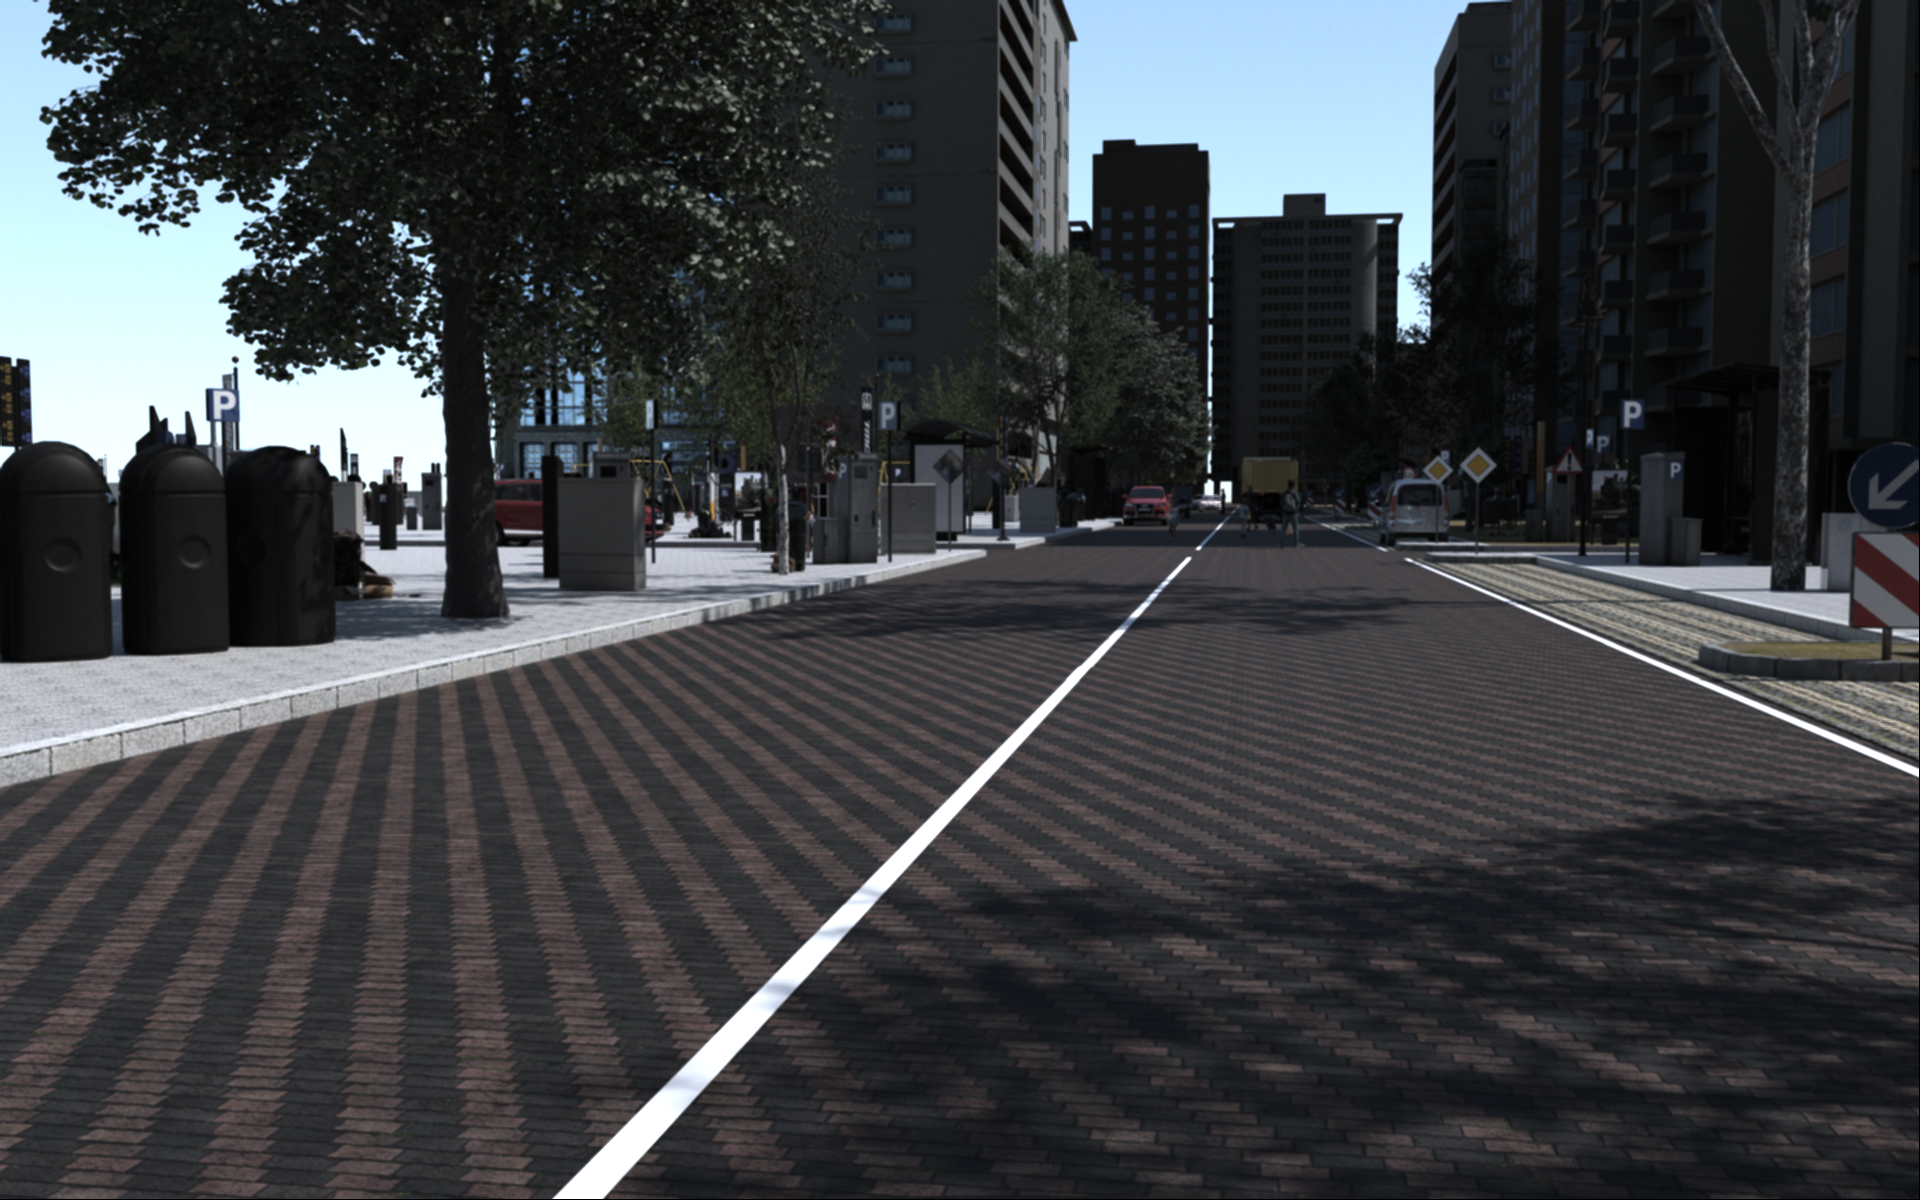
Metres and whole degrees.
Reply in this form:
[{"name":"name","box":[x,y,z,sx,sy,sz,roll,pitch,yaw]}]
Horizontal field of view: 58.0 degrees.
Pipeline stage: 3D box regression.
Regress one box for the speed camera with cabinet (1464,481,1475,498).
[{"name":"speed camera with cabinet","box":[32.407,-7.225,112.458,2.038,3.252,0.660,1,4,12]}]

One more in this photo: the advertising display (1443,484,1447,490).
[{"name":"advertising display","box":[30.603,-6.445,110.588,0.974,1.923,0.123,3,5,41]}]

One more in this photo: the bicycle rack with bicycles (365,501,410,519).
[{"name":"bicycle rack with bicycles","box":[-29.186,-4.582,88.293,2.852,0.926,2.925,0,4,4]}]

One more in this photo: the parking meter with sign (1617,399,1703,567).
[{"name":"parking meter with sign","box":[12.660,-2.141,31.267,0.543,3.016,1.738,-1,4,-20]}]

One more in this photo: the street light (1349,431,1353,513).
[{"name":"street light","box":[26.574,-8.867,117.763,0.468,5.910,1.993,1,4,9]}]

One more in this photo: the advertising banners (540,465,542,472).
[{"name":"advertising banners","box":[-23.955,-6.540,103.113,2.074,3.025,0.090,0,4,4]}]

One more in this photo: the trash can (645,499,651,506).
[{"name":"trash can","box":[-8.979,-2.240,48.278,0.748,1.137,0.748,0,3,0]}]

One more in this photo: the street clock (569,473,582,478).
[{"name":"street clock","box":[-12.958,-3.297,58.471,0.358,2.002,0.471,2,4,26]}]

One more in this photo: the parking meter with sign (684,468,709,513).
[{"name":"parking meter with sign","box":[-17.441,-7.292,115.490,1.738,3.016,0.543,1,4,9]}]

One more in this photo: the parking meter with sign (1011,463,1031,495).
[{"name":"parking meter with sign","box":[3.633,-6.082,95.700,0.543,3.016,1.738,-3,5,-42]}]

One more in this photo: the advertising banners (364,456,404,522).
[{"name":"advertising banners","box":[-26.540,-5.117,79.848,0.090,3.025,2.074,3,5,40]}]

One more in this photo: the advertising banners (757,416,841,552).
[{"name":"advertising banners","box":[-3.553,-2.587,38.478,2.074,3.025,0.090,-2,4,-31]}]

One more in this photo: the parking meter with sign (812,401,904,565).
[{"name":"parking meter with sign","box":[-1.932,-2.185,31.992,1.738,3.016,0.543,-3,5,-42]}]

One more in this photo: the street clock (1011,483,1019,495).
[{"name":"street clock","box":[3.727,-6.890,117.215,0.471,2.002,0.358,-3,4,-37]}]

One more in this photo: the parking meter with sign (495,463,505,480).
[{"name":"parking meter with sign","box":[-25.862,-6.197,97.577,0.543,3.016,1.738,-1,4,-18]}]

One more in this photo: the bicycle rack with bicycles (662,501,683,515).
[{"name":"bicycle rack with bicycles","box":[-18.438,-5.808,108.339,2.852,0.926,2.925,-1,4,-14]}]

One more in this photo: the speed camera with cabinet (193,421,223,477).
[{"name":"speed camera with cabinet","box":[-14.061,-2.373,33.132,0.660,3.252,2.038,0,4,7]}]

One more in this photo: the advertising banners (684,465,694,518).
[{"name":"advertising banners","box":[-14.482,-5.908,92.776,0.090,3.025,2.074,0,4,5]}]

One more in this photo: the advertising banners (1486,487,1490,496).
[{"name":"advertising banners","box":[31.861,-6.655,104.999,0.090,3.025,2.074,0,4,0]}]

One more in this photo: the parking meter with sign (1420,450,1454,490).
[{"name":"parking meter with sign","box":[18.629,-4.431,68.704,1.738,3.016,0.543,-2,4,-27]}]

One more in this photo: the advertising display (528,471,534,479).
[{"name":"advertising display","box":[-12.130,-2.680,49.038,0.123,1.923,0.974,-1,4,-16]}]

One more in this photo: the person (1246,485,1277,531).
[{"name":"person","box":[11.778,-3.638,68.196,1.509,1.804,0.699,-1,4,-19]}]

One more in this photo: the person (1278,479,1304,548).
[{"name":"person","box":[8.663,-2.268,45.568,0.713,1.824,0.794,-2,4,-25]}]

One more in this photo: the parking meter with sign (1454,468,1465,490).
[{"name":"parking meter with sign","box":[32.831,-7.302,115.649,1.738,3.016,0.543,-2,4,-27]}]

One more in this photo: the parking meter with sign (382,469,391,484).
[{"name":"parking meter with sign","box":[-40.506,-7.704,122.222,0.543,3.016,1.738,-2,4,-26]}]

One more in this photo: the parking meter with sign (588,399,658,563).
[{"name":"parking meter with sign","box":[-6.432,-2.167,31.690,1.738,3.016,0.543,-2,4,-25]}]

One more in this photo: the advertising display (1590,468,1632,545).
[{"name":"advertising display","box":[16.407,-2.353,43.690,0.974,1.923,0.123,2,4,25]}]

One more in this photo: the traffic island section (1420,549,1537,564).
[{"name":"traffic island section","box":[10.983,-0.886,36.761,2.009,0.180,2.903,1,4,9]}]

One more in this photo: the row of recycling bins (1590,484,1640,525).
[{"name":"row of recycling bins","box":[28.185,-4.057,73.444,3.534,1.692,1.069,-2,4,-27]}]

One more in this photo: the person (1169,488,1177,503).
[{"name":"person","box":[12.402,-5.672,101.417,0.728,1.800,0.709,-2,4,-33]}]

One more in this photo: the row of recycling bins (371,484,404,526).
[{"name":"row of recycling bins","box":[-23.859,-3.989,72.331,1.069,1.692,3.534,-1,4,-10]}]

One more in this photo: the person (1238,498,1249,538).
[{"name":"person","box":[9.355,-2.705,57.006,0.425,1.301,0.394,2,4,31]}]

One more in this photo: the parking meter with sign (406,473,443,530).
[{"name":"parking meter with sign","box":[-18.890,-4.015,61.904,1.738,3.016,0.543,-1,4,-13]}]

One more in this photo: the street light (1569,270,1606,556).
[{"name":"street light","box":[12.945,-3.857,35.842,0.468,5.910,1.993,1,4,9]}]

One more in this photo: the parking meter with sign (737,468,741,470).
[{"name":"parking meter with sign","box":[-14.942,-7.307,115.733,0.543,3.016,1.738,-1,4,-14]}]

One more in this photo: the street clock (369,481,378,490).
[{"name":"street clock","box":[-33.389,-5.756,98.681,0.471,2.002,0.358,1,4,21]}]

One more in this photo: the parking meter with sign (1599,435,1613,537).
[{"name":"parking meter with sign","box":[19.713,-3.395,51.767,1.738,3.016,0.543,-2,4,-35]}]

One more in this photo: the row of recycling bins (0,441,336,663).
[{"name":"row of recycling bins","box":[-6.758,-0.414,13.885,1.069,1.692,3.534,3,5,45]}]

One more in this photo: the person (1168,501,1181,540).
[{"name":"person","box":[6.697,-2.459,53.719,0.382,1.210,0.505,-3,4,-39]}]

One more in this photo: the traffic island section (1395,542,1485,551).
[{"name":"traffic island section","box":[12.304,-1.367,44.636,2.009,0.180,2.903,1,4,9]}]

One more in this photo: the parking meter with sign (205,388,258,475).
[{"name":"parking meter with sign","box":[-11.542,-1.954,28.208,1.738,3.016,0.543,3,4,38]}]

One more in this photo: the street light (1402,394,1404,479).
[{"name":"street light","box":[19.903,-6.425,77.839,0.468,5.910,1.993,1,4,9]}]

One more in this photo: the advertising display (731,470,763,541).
[{"name":"advertising display","box":[-5.798,-2.574,47.294,0.974,1.923,0.123,-3,5,-42]}]

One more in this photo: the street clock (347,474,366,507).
[{"name":"street clock","box":[-22.042,-3.576,63.040,0.471,2.002,0.358,1,4,8]}]

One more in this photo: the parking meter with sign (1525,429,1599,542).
[{"name":"parking meter with sign","box":[16.043,-3.061,46.303,1.738,3.016,0.543,0,4,-8]}]

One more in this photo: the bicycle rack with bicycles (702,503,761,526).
[{"name":"bicycle rack with bicycles","box":[-9.402,-3.558,71.558,2.852,0.926,2.925,-1,4,-17]}]

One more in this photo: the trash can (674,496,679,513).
[{"name":"trash can","box":[-19.875,-6.650,120.379,0.748,1.137,0.748,0,3,0]}]

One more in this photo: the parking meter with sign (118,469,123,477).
[{"name":"parking meter with sign","box":[-58.952,-7.617,120.799,0.543,3.016,1.738,1,4,11]}]

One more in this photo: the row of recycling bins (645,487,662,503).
[{"name":"row of recycling bins","box":[-20.639,-6.712,116.858,1.069,1.692,3.534,-1,4,-12]}]

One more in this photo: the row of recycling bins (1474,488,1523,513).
[{"name":"row of recycling bins","box":[35.664,-6.616,115.286,3.534,1.692,1.069,0,4,-2]}]

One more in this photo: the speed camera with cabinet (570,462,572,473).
[{"name":"speed camera with cabinet","box":[-24.287,-6.835,106.082,0.660,3.252,2.038,-3,4,-38]}]

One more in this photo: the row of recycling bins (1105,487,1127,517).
[{"name":"row of recycling bins","box":[7.477,-5.435,95.969,3.534,1.692,1.069,-1,4,-14]}]

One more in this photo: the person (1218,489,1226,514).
[{"name":"person","box":[18.727,-7.035,123.513,0.705,1.826,1.348,2,4,26]}]
